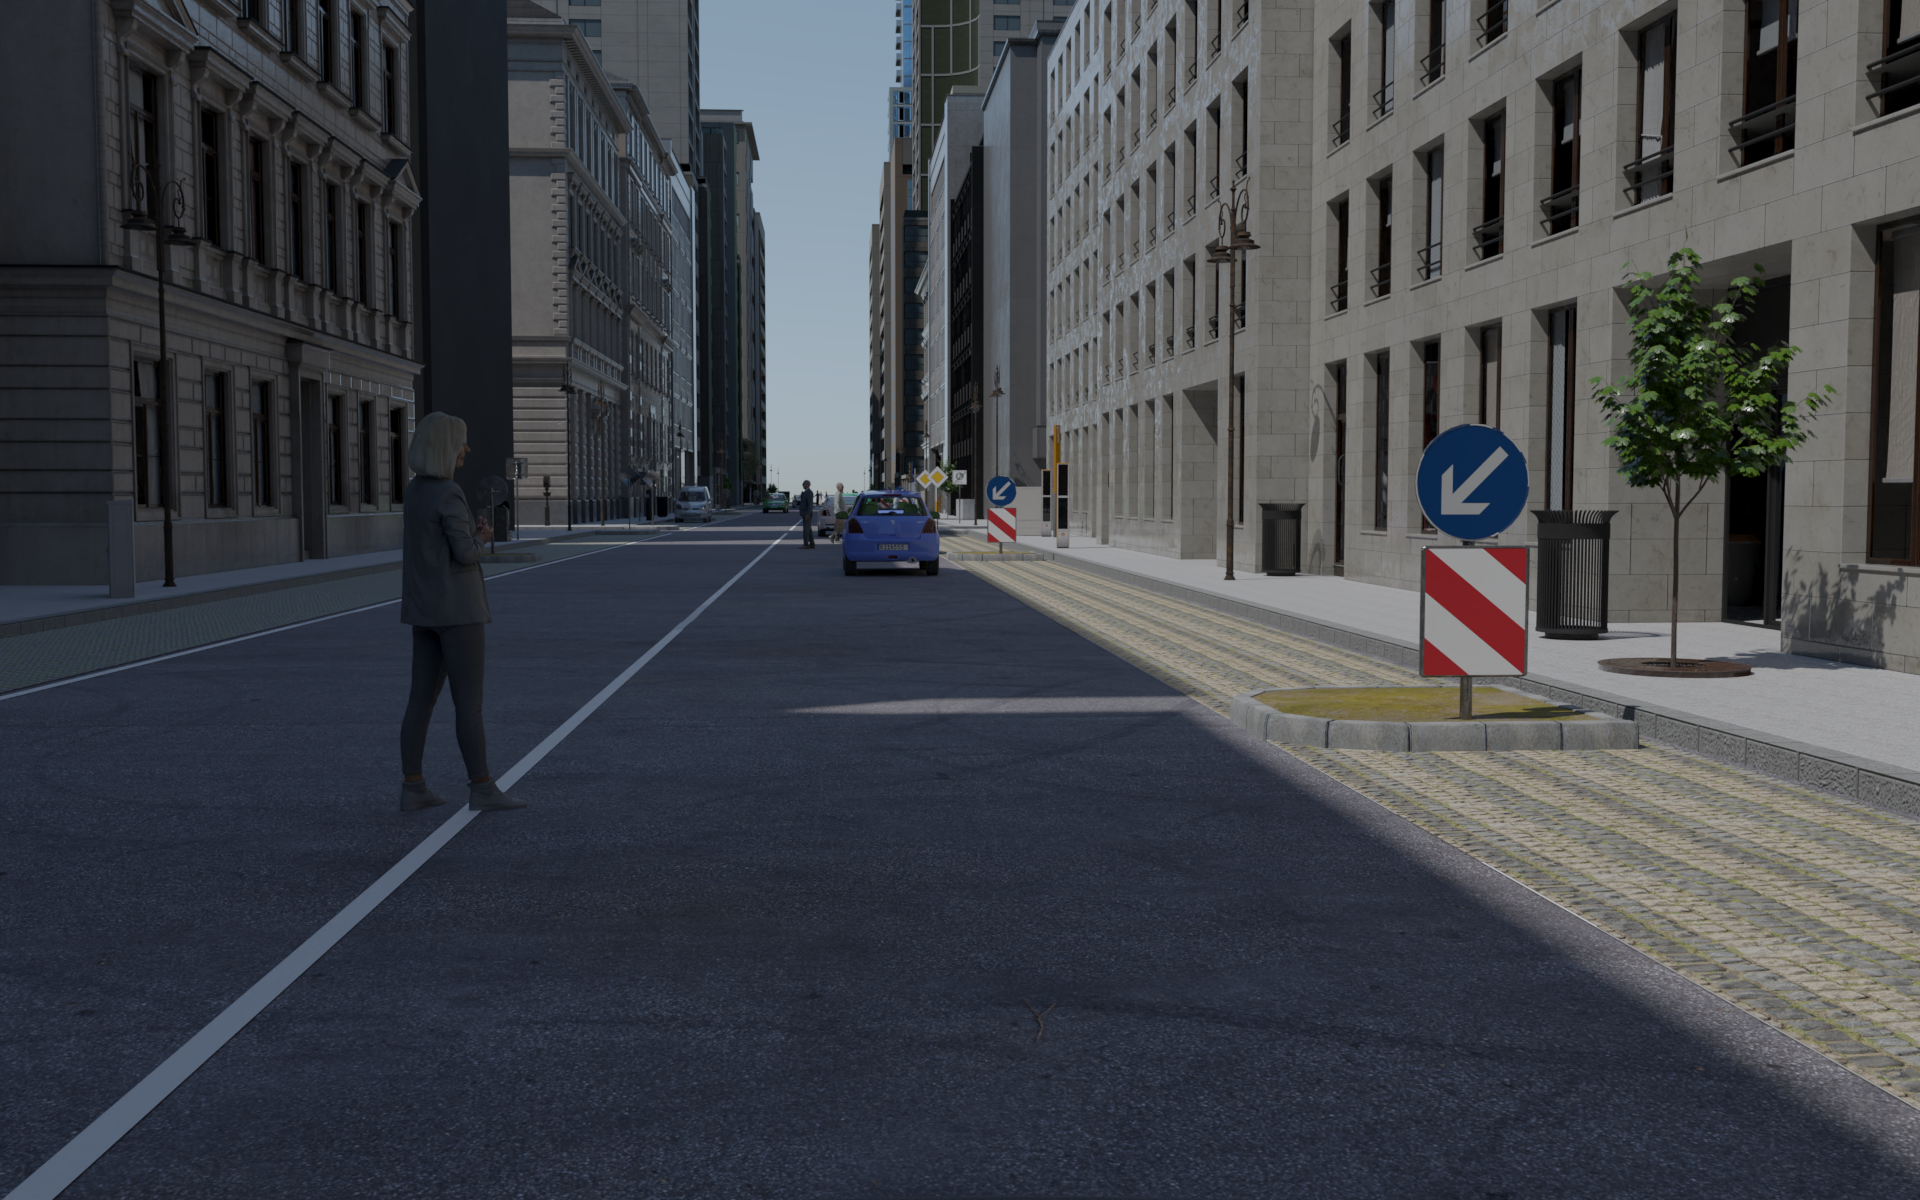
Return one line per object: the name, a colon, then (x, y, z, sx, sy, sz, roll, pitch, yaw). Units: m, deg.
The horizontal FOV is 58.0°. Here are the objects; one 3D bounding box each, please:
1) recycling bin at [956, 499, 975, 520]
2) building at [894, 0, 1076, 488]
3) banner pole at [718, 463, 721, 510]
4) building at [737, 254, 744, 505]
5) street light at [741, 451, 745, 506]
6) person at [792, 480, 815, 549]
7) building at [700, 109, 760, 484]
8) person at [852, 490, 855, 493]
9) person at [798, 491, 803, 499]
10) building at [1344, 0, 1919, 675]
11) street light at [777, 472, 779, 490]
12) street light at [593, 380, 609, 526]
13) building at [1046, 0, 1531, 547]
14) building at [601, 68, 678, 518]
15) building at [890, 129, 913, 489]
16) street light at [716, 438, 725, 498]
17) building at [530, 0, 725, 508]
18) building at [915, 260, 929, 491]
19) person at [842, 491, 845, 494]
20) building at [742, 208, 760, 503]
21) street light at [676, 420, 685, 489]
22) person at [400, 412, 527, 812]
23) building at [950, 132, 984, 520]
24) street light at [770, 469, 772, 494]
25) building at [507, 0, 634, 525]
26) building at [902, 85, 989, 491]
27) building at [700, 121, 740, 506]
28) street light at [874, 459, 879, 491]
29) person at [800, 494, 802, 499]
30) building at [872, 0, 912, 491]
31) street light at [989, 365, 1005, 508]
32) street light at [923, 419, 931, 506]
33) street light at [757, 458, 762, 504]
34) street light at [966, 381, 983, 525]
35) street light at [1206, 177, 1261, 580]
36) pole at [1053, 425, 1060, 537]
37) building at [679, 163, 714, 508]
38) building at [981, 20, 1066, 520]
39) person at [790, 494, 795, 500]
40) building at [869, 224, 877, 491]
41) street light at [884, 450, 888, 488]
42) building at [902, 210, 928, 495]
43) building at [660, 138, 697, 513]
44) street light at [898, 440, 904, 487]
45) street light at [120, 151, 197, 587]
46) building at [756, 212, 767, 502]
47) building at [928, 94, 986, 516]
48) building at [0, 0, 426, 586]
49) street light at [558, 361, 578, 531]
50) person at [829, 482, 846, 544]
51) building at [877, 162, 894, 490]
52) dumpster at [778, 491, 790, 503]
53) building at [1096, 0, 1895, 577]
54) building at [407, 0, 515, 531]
recycling bin: (0.276, -4.436, 85.085, 0.722, 1.027, 0.722, -2, 4, -25)
building: (3.134, -46.274, 194.834, 20.563, 71.187, 20.611, 0, 4, -4)
banner pole: (-19.373, -9.149, 139.606, 0.401, 3.779, 0.863, 1, 4, 12)
building: (-32.533, -26.190, 199.903, 14.160, 30.474, 14.107, 0, 4, -4)
street light: (-22.862, -12.829, 182.549, 0.468, 5.910, 1.993, 0, 4, -4)
person: (-4.087, -2.246, 45.397, 0.590, 1.801, 0.661, -1, 4, -17)
building: (-42.544, -39.836, 240.559, 28.713, 52.752, 27.495, 0, 4, -4)
person: (-9.168, -8.626, 149.532, 0.705, 1.824, 1.348, -2, 4, -25)
person: (-15.947, -10.103, 174.479, 0.721, 1.735, 1.217, -3, 4, -36)
building: (11.409, -10.068, 19.363, 10.420, 20.320, 16.860, 0, 4, -4)
street light: (-31.642, -20.104, 301.487, 0.468, 5.910, 1.993, 0, 4, -4)
street light: (-14.354, -5.910, 69.423, 0.468, 5.910, 1.993, 0, 4, -4)
building: (8.860, -12.121, 52.924, 10.420, 20.320, 16.860, 0, 4, -4)
building: (-23.816, -18.626, 101.798, 12.463, 27.353, 25.104, 0, 4, -4)
building: (-1.332, -34.441, 213.215, 14.600, 45.320, 14.200, 0, 4, -4)
street light: (-19.984, -10.580, 145.774, 0.468, 5.910, 1.993, 0, 4, -4)
building: (-33.328, -44.525, 166.230, 20.563, 71.187, 20.611, 0, 4, -4)
building: (2.775, -18.252, 134.578, 11.583, 22.565, 21.152, 0, 4, -4)
person: (-12.567, -10.771, 184.478, 0.709, 1.838, 0.599, 1, 4, 14)
building: (-37.620, -37.449, 262.401, 14.600, 45.320, 14.200, 0, 4, -4)
street light: (-17.139, -8.161, 106.217, 0.468, 5.910, 1.993, 0, 4, -4)
person: (-2.320, 0.046, 7.939, 0.526, 1.800, 0.537, -2, 4, -32)
building: (6.149, -16.213, 94.768, 12.332, 23.373, 15.834, 0, 4, -4)
street light: (-28.880, -17.872, 264.996, 0.468, 5.910, 1.993, 0, 4, -4)
building: (-21.591, -15.331, 79.538, 11.050, 23.489, 19.941, 0, 4, -4)
building: (10.841, -28.578, 159.131, 32.217, 40.220, 23.993, 0, 4, -4)
building: (-31.112, -30.647, 184.672, 14.154, 41.232, 14.086, 0, 4, -4)
street light: (-11.166, -15.743, 230.185, 0.468, 5.910, 1.993, 0, 4, -4)
person: (-15.611, -9.743, 171.059, 0.557, 1.426, 1.065, -1, 4, -19)
building: (-2.055, -58.288, 265.673, 22.319, 86.520, 31.000, 0, 4, -4)
street light: (1.324, -5.455, 61.984, 0.468, 5.910, 1.993, 0, 4, -4)
street light: (-2.081, -8.227, 107.292, 0.468, 5.910, 1.993, 0, 4, -4)
street light: (-26.206, -15.651, 228.686, 0.468, 5.910, 1.993, 0, 4, -4)
street light: (0.645, -6.005, 70.977, 0.468, 5.910, 1.993, 0, 4, -4)
street light: (4.023, -3.233, 25.652, 0.468, 5.910, 1.993, 0, 4, -4)
pole: (2.862, -3.505, 51.157, 0.158, 3.312, 0.155, 0, 3, 0)
building: (-29.073, -23.163, 150.414, 14.160, 30.474, 14.107, 0, 4, -4)
building: (16.548, -15.900, 79.036, 30.058, 24.678, 14.314, 0, 4, -4)
person: (-18.219, -10.952, 190.782, 0.991, 1.433, 0.599, 0, 4, 6)
building: (-4.425, -40.946, 293.172, 21.300, 48.544, 21.600, 0, 4, -4)
street light: (-7.900, -12.903, 183.743, 0.468, 5.910, 1.993, 0, 4, -4)
building: (1.004, -24.877, 178.441, 14.160, 30.474, 14.107, 0, 4, -4)
building: (-25.868, -18.766, 124.840, 12.078, 24.808, 19.932, 0, 4, -4)
street light: (-5.004, -10.656, 147.019, 0.468, 5.910, 1.993, 0, 4, -4)
street light: (-10.943, -3.120, 23.800, 0.468, 5.910, 1.993, 0, 4, -4)
building: (-42.482, -40.135, 279.910, 21.300, 48.544, 21.600, 0, 4, -4)
building: (4.499, -18.047, 113.095, 12.078, 24.808, 19.932, 0, 4, -4)
building: (-17.185, -10.268, 32.506, 10.561, 19.102, 19.286, 0, 4, -4)
street light: (-13.634, -5.353, 60.312, 0.468, 5.910, 1.993, 0, 4, -4)
person: (-3.506, -2.489, 49.679, 0.515, 1.767, 0.782, 0, 4, -4)
building: (-0.193, -37.734, 240.646, 21.300, 48.544, 21.600, 0, 4, -4)
dumpster: (-26.162, -15.235, 257.302, 1.865, 1.857, 1.264, 0, 4, -3)
building: (9.318, -11.091, 36.083, 10.420, 20.320, 16.860, 0, 4, -4)
building: (-22.942, -13.657, 52.966, 15.834, 23.373, 12.332, 0, 4, -4)
